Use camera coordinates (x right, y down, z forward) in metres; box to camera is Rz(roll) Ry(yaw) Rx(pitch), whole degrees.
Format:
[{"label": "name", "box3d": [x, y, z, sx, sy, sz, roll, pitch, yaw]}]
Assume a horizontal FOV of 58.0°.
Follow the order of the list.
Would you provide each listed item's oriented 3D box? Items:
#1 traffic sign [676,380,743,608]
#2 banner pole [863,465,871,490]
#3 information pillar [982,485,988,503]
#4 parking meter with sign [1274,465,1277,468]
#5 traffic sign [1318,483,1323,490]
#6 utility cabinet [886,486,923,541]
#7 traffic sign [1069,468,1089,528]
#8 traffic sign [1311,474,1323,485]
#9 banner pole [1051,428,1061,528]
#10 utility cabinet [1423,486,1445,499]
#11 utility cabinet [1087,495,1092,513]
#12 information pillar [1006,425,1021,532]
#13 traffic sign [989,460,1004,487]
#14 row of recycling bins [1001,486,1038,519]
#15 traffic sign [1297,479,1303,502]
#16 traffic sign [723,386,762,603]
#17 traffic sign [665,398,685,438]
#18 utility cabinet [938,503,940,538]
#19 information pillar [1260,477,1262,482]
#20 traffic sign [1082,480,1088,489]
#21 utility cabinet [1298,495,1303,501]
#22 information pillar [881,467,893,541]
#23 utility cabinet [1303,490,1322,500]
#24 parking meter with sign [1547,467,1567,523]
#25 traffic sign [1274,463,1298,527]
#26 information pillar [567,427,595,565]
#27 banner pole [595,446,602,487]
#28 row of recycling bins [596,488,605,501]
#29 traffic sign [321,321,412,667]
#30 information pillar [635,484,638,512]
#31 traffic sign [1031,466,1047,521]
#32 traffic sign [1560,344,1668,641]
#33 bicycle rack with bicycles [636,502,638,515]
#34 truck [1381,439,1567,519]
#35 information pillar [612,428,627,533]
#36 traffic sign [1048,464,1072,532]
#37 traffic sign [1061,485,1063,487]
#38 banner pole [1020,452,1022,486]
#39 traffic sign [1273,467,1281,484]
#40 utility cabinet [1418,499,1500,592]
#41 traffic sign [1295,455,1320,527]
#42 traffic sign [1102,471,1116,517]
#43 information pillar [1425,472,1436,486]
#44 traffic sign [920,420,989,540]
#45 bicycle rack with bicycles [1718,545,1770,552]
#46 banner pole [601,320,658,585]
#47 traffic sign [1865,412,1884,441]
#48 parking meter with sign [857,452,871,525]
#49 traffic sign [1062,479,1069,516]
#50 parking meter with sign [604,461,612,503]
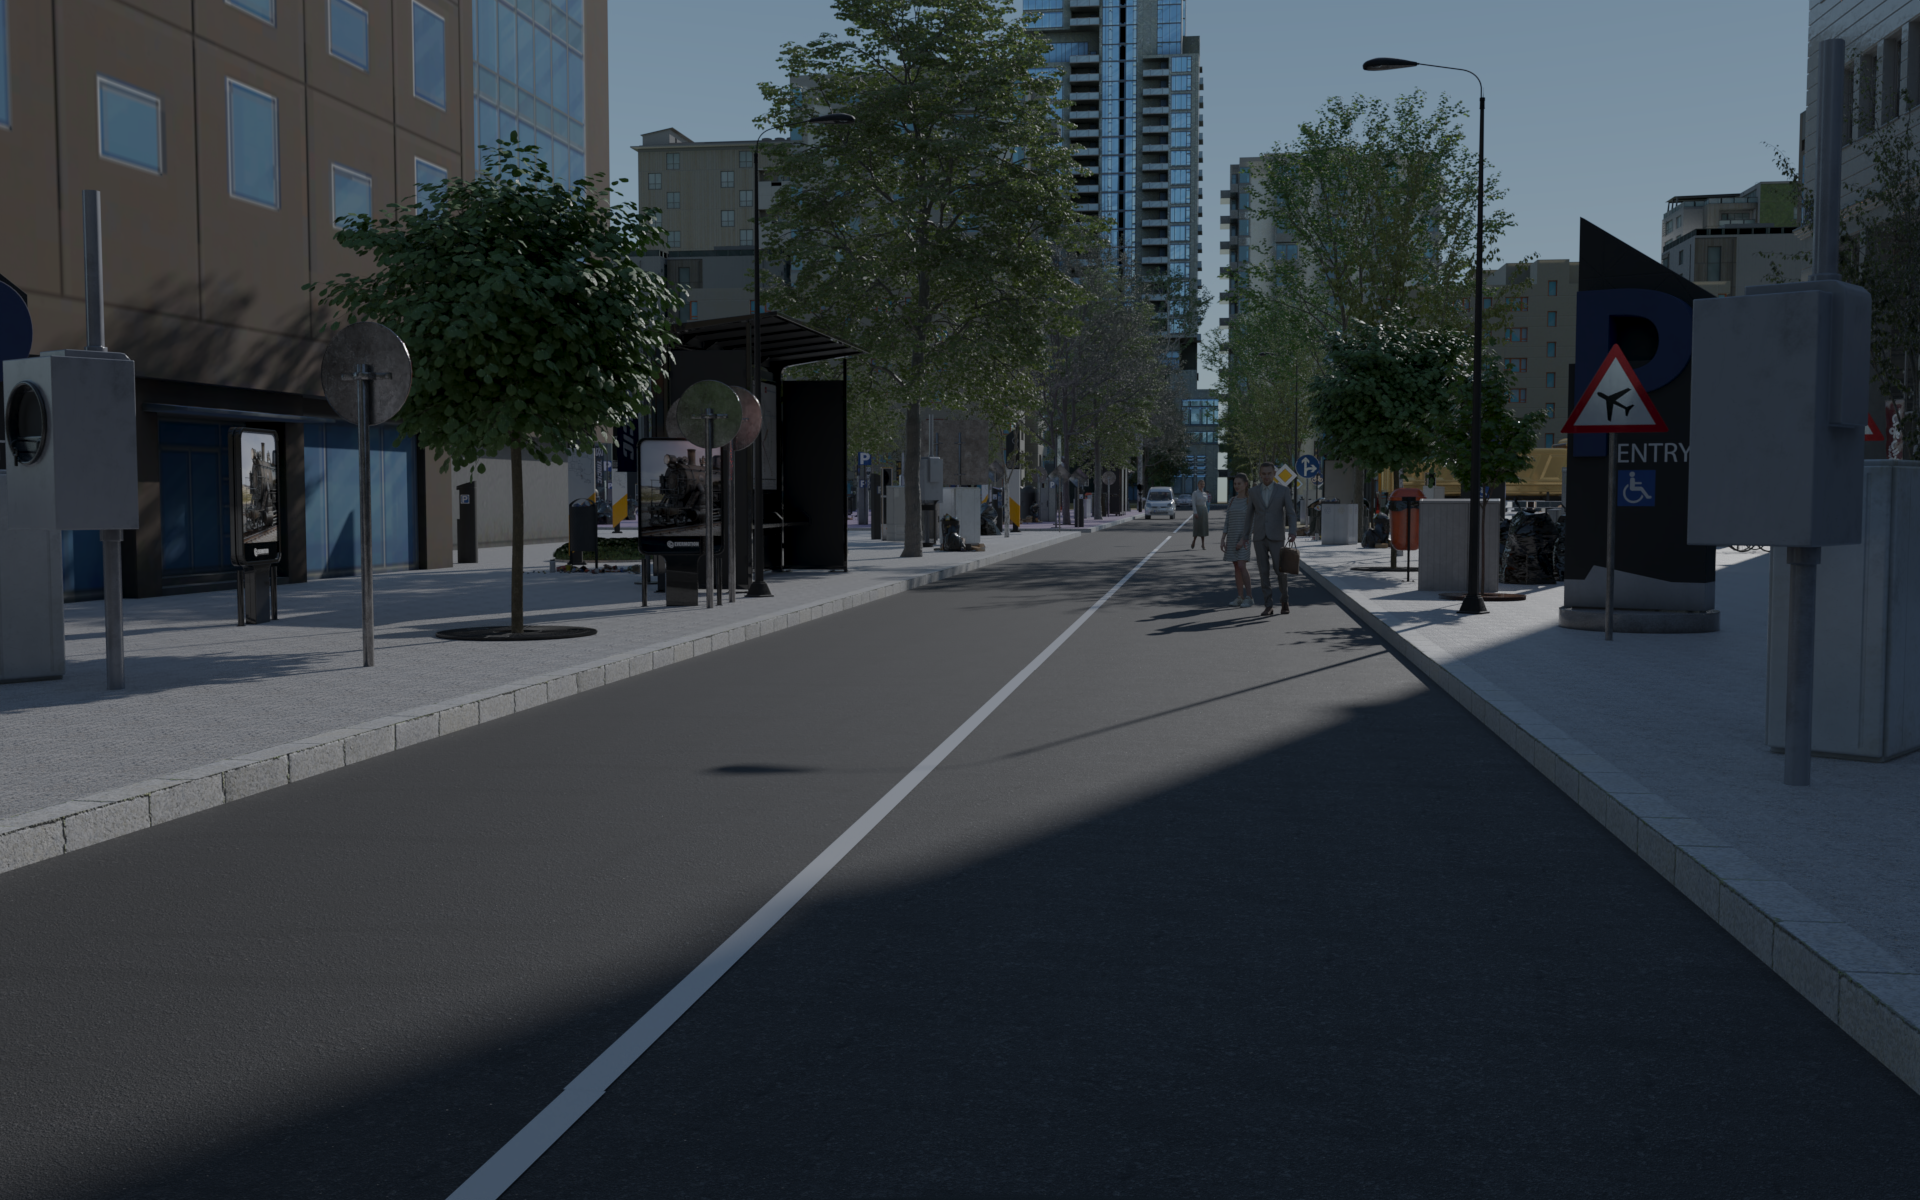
[{"label": "traffic sign", "box3d": [-2.810, -1.179, 19.380, 0.768, 2.556, 0.104, 1, 4, 9]}, {"label": "banner pole", "box3d": [-7.149, -8.693, 132.151, 0.863, 3.779, 0.401, -1, 4, -18]}, {"label": "information pillar", "box3d": [1.377, -6.441, 96.671, 0.183, 3.616, 0.504, 3, 4, 39]}, {"label": "parking meter with sign", "box3d": [18.827, -6.577, 103.795, 0.543, 3.016, 1.738, 0, 4, 4]}, {"label": "traffic sign", "box3d": [22.103, -6.460, 106.812, 0.795, 2.450, 0.064, 1, 4, 14]}, {"label": "utility cabinet", "box3d": [-1.451, -2.318, 46.585, 0.318, 1.500, 1.173, 3, 5, 43]}, {"label": "traffic sign", "box3d": [4.499, -3.800, 65.768, 0.795, 2.450, 0.064, 1, 4, 8]}, {"label": "traffic sign", "box3d": [20.793, -6.161, 100.832, 0.768, 2.556, 0.104, 1, 4, 9]}, {"label": "banner pole", "box3d": [3.697, -4.609, 65.380, 0.401, 3.779, 0.863, -1, 4, -13]}, {"label": "utility cabinet", "box3d": [12.737, -2.317, 46.566, 0.318, 1.500, 1.173, 0, 4, 1]}, {"label": "utility cabinet", "box3d": [9.262, -6.684, 120.450, 0.306, 1.237, 1.020, -2, 4, -31]}, {"label": "information pillar", "box3d": [1.787, -4.076, 57.992, 0.504, 3.616, 0.183, 1, 4, 18]}, {"label": "traffic sign", "box3d": [1.191, -3.511, 58.598, 0.795, 2.450, 0.064, 1, 4, 15]}, {"label": "row of recycling bins", "box3d": [3.169, -4.769, 85.086, 1.069, 1.692, 3.534, -3, 5, -41]}, {"label": "traffic sign", "box3d": [25.496, -7.926, 130.767, 0.795, 2.450, 0.064, 1, 4, 9]}, {"label": "traffic sign", "box3d": [-2.699, -1.243, 20.432, 0.768, 2.556, 0.104, 1, 4, 16]}, {"label": "traffic sign", "box3d": [-3.381, -1.340, 22.022, 0.768, 2.556, 0.104, 1, 4, 9]}, {"label": "utility cabinet", "box3d": [-0.766, -2.402, 50.429, 1.020, 1.237, 0.306, 1, 4, 17]}, {"label": "information pillar", "box3d": [21.399, -7.993, 122.046, 0.504, 3.616, 0.183, 0, 4, -3]}, {"label": "traffic sign", "box3d": [6.651, -5.617, 93.967, 0.606, 2.300, 0.079, 1, 4, 15]}, {"label": "utility cabinet", "box3d": [26.589, -7.681, 136.751, 1.020, 1.237, 0.306, 0, 4, -8]}, {"label": "information pillar", "box3d": [-2.012, -2.637, 47.600, 0.304, 2.012, 0.304, -1, 4, -9]}, {"label": "utility cabinet", "box3d": [17.636, -4.770, 86.675, 0.318, 1.500, 1.173, -2, 4, -25]}, {"label": "parking meter with sign", "box3d": [17.478, -3.234, 49.139, 0.543, 3.016, 1.738, -2, 4, -32]}, {"label": "traffic sign", "box3d": [10.649, -3.250, 56.775, 0.795, 2.450, 0.064, 1, 4, 8]}, {"label": "information pillar", "box3d": [-6.848, -2.440, 31.251, 0.504, 3.616, 0.183, 0, 4, -6]}, {"label": "banner pole", "box3d": [-16.175, -5.407, 78.429, 0.863, 3.779, 0.401, 1, 4, 18]}, {"label": "row of recycling bins", "box3d": [-23.741, -6.303, 110.168, 3.534, 1.692, 1.069, 1, 4, 19]}, {"label": "traffic sign", "box3d": [-4.403, -0.777, 12.818, 0.768, 2.556, 0.104, 1, 4, 16]}, {"label": "information pillar", "box3d": [-23.543, -7.463, 126.519, 0.304, 2.012, 0.304, -1, 4, -9]}, {"label": "traffic sign", "box3d": [3.607, -4.842, 79.279, 0.768, 2.556, 0.104, 1, 4, 15]}, {"label": "traffic sign", "box3d": [5.685, -0.923, 15.101, 0.884, 2.594, 0.081, 1, 4, 13]}, {"label": "bicycle rack with bicycles", "box3d": [-17.597, -5.291, 99.893, 2.925, 0.926, 2.852, 3, 5, 45]}, {"label": "truck", "box3d": [19.631, -3.896, 59.631, 9.791, 3.379, 3.469, 1, 4, 8]}, {"label": "information pillar", "box3d": [-11.134, -3.988, 56.564, 0.504, 3.616, 0.183, -1, 4, -14]}, {"label": "traffic sign", "box3d": [3.336, -3.317, 57.867, 0.795, 2.450, 0.064, 1, 4, 8]}, {"label": "traffic sign", "box3d": [5.579, -5.805, 97.040, 0.606, 2.300, 0.079, 1, 4, 10]}, {"label": "banner pole", "box3d": [3.509, -6.926, 103.258, 0.401, 3.779, 0.863, -2, 4, -29]}, {"label": "traffic sign", "box3d": [11.812, -3.733, 64.675, 0.795, 2.450, 0.064, 1, 4, 8]}, {"label": "utility cabinet", "box3d": [6.598, -0.718, 22.908, 1.020, 1.237, 0.306, 1, 4, 18]}, {"label": "traffic sign", "box3d": [11.213, -3.415, 55.937, 0.768, 2.556, 0.104, 1, 4, 12]}, {"label": "traffic sign", "box3d": [8.259, -5.876, 96.171, 0.768, 2.556, 0.104, 1, 4, 13]}, {"label": "information pillar", "box3d": [15.496, -3.216, 57.079, 0.304, 2.012, 0.304, 0, 4, -2]}, {"label": "traffic sign", "box3d": [-0.326, -3.290, 47.670, 2.265, 3.308, 0.079, 1, 4, 14]}, {"label": "bicycle rack with bicycles", "box3d": [18.015, -1.543, 38.606, 2.852, 0.926, 2.925, -3, 5, -44]}, {"label": "banner pole", "box3d": [-4.566, -2.103, 24.401, 0.401, 3.779, 0.863, 2, 4, 30]}, {"label": "traffic sign", "box3d": [8.844, -1.072, 17.536, 0.884, 2.594, 0.081, 1, 4, 16]}, {"label": "parking meter with sign", "box3d": [-4.054, -4.664, 72.512, 0.543, 3.016, 1.738, 0, 4, -8]}, {"label": "traffic sign", "box3d": [6.129, -6.307, 103.223, 0.768, 2.556, 0.104, 1, 4, 12]}, {"label": "parking meter with sign", "box3d": [-18.231, -5.732, 89.975, 0.543, 3.016, 1.738, -1, 4, -17]}]
